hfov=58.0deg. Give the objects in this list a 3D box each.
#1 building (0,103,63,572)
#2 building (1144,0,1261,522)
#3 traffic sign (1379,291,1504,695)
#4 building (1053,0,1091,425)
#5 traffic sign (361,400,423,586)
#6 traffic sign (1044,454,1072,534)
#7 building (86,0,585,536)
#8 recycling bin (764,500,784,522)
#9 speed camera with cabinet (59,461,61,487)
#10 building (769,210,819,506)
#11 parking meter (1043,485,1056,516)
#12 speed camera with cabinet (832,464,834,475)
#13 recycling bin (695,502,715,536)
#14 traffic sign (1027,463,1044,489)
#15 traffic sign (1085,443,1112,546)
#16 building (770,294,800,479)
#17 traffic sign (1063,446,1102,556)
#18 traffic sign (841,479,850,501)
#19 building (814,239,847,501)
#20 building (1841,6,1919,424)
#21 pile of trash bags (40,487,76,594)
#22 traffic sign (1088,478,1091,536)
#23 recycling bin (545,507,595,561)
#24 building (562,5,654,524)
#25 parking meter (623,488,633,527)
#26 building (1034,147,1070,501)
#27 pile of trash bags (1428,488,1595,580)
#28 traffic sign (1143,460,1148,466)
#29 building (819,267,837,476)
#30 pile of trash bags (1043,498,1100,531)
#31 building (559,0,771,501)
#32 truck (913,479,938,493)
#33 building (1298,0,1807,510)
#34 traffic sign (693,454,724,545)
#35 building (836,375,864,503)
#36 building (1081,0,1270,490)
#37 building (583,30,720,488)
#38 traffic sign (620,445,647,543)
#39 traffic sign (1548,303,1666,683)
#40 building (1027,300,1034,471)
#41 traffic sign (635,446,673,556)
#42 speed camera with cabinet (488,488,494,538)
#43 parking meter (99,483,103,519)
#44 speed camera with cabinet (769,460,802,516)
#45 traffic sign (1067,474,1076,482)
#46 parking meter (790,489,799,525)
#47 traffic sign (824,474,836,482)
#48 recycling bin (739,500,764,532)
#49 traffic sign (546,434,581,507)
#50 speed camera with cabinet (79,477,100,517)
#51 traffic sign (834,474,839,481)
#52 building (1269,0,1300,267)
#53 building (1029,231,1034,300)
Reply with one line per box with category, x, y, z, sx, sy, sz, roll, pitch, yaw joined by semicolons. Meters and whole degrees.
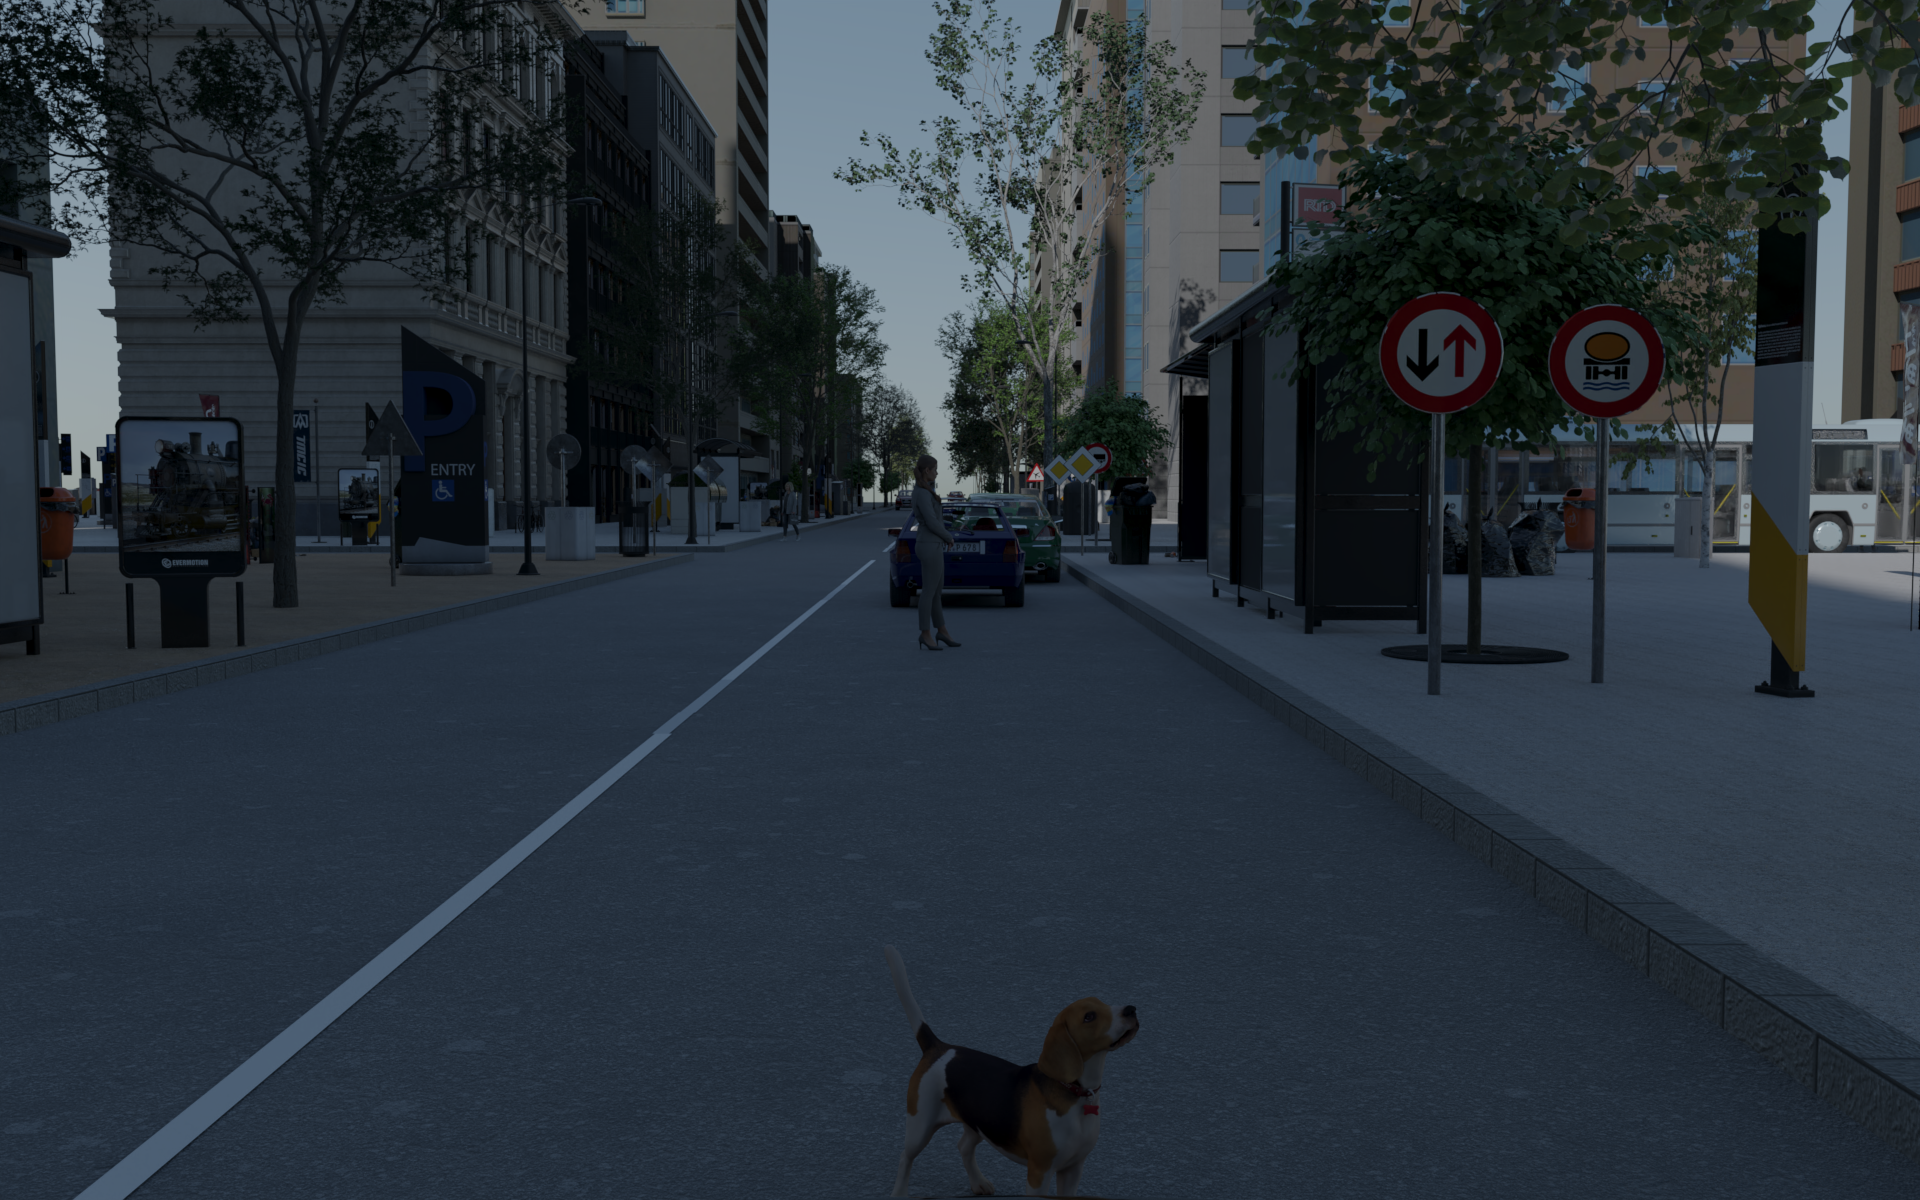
building;-30.398;-42.955;14.993;31.000;86.520;22.319;0;4;0
building;20.322;-33.553;90.590;21.231;58.520;28.212;0;4;0
traffic sign;3.033;-0.667;11.004;0.768;2.556;0.104;0;4;6
building;24.288;-35.693;172.823;28.713;52.752;27.495;0;4;0
traffic sign;-7.874;-1.467;23.995;0.884;2.594;0.081;0;4;7
traffic sign;2.515;-2.467;43.977;0.795;2.450;0.064;0;4;0
building;-20.838;-14.217;61.325;11.050;23.489;19.941;0;4;0
recycling bin;-7.755;-3.610;71.578;0.722;1.027;0.722;-3;5;-39
speed camera with cabinet;-24.702;-3.155;45.924;2.038;3.252;0.660;2;4;30
building;-22.466;-24.846;177.931;14.160;30.474;14.107;0;4;0
parking meter;2.640;-2.614;51.142;0.372;1.533;0.369;0;3;0
speed camera with cabinet;-8.198;-7.257;112.995;0.660;3.252;2.038;0;4;4
recycling bin;-7.850;-2.470;52.931;0.722;1.027;0.722;-1;4;-9
traffic sign;3.234;-4.469;73.069;0.884;2.594;0.081;0;4;2
traffic sign;3.382;-2.618;42.913;0.768;2.556;0.104;0;4;4
building;-29.565;-19.049;156.483;27.650;21.520;28.899;0;4;0
traffic sign;2.540;-1.979;35.992;0.795;2.450;0.064;0;4;0
traffic sign;-7.581;-6.892;114.809;0.606;2.300;0.079;0;4;8
building;-31.972;-33.289;236.158;32.217;40.220;23.993;0;4;0
building;47.689;-24.929;62.216;28.867;44.769;22.147;0;4;0
pile of trash bags;-12.877;-0.757;22.128;3.447;1.369;1.912;0;4;8
traffic sign;3.992;-3.247;53.190;0.768;2.556;0.104;1;4;9
recycling bin;-7.549;-1.284;33.550;0.722;1.027;0.722;1;4;18
building;-21.675;-15.296;79.765;12.332;23.373;15.834;0;4;0
parking meter;-12.924;-3.609;67.411;0.372;1.533;0.369;0;3;0
building;21.307;-37.561;237.826;21.300;48.544;21.600;0;4;0
pile of trash bags;8.723;-1.062;27.122;1.912;1.369;3.447;-2;4;-24
traffic sign;5.164;-3.079;50.345;0.884;2.594;0.081;0;4;2
building;-22.943;-27.264;217.470;14.160;30.474;14.107;0;4;0
pile of trash bags;4.465;-3.107;60.550;3.447;1.369;1.912;0;4;4
building;-26.014;-30.920;129.241;21.300;48.544;21.600;0;4;0
truck;-4.147;-13.783;215.116;2.967;4.110;18.799;0;3;0
building;18.168;-24.955;58.129;14.200;45.320;14.600;0;4;0
traffic sign;-6.379;-2.466;43.969;0.795;2.450;0.064;0;4;0
building;-29.282;-25.575;263.185;27.650;21.520;28.899;0;4;0
building;18.072;-30.644;151.132;14.600;45.320;14.200;0;4;0
building;-22.470;-18.716;99.514;14.314;27.812;24.014;0;4;0
traffic sign;-8.480;-2.751;45.092;0.768;2.556;0.104;1;4;9
traffic sign;4.332;-0.709;11.693;0.768;2.556;0.104;0;4;5
building;16.901;-29.647;256.434;14.160;30.474;14.107;0;4;0
traffic sign;-6.354;-1.978;35.984;0.795;2.450;0.064;0;4;0
speed camera with cabinet;-14.665;-3.431;50.436;2.038;3.252;0.660;-3;4;-36
parking meter;-44.284;-5.128;89.550;0.255;1.863;0.399;0;4;2
speed camera with cabinet;-10.171;-6.585;101.993;2.038;3.252;0.660;1;4;12
traffic sign;5.189;-4.788;78.397;0.768;2.556;0.104;0;4;7
parking meter;-6.973;-3.935;72.754;0.372;1.533;0.369;0;3;0
traffic sign;-8.119;-6.612;108.218;0.768;2.556;0.104;0;4;8
recycling bin;-7.122;-2.829;58.816;0.722;1.027;0.722;0;4;-5
traffic sign;-8.372;-2.229;36.556;0.768;2.556;0.104;1;4;9
speed camera with cabinet;-47.911;-6.237;96.312;0.660;3.252;2.038;2;4;24
traffic sign;-7.898;-6.682;109.260;0.884;2.594;0.081;0;4;5
building;17.789;-29.777;136.958;14.600;45.320;14.200;0;4;0
building;17.627;-35.902;270.591;14.154;41.232;14.086;0;4;0
